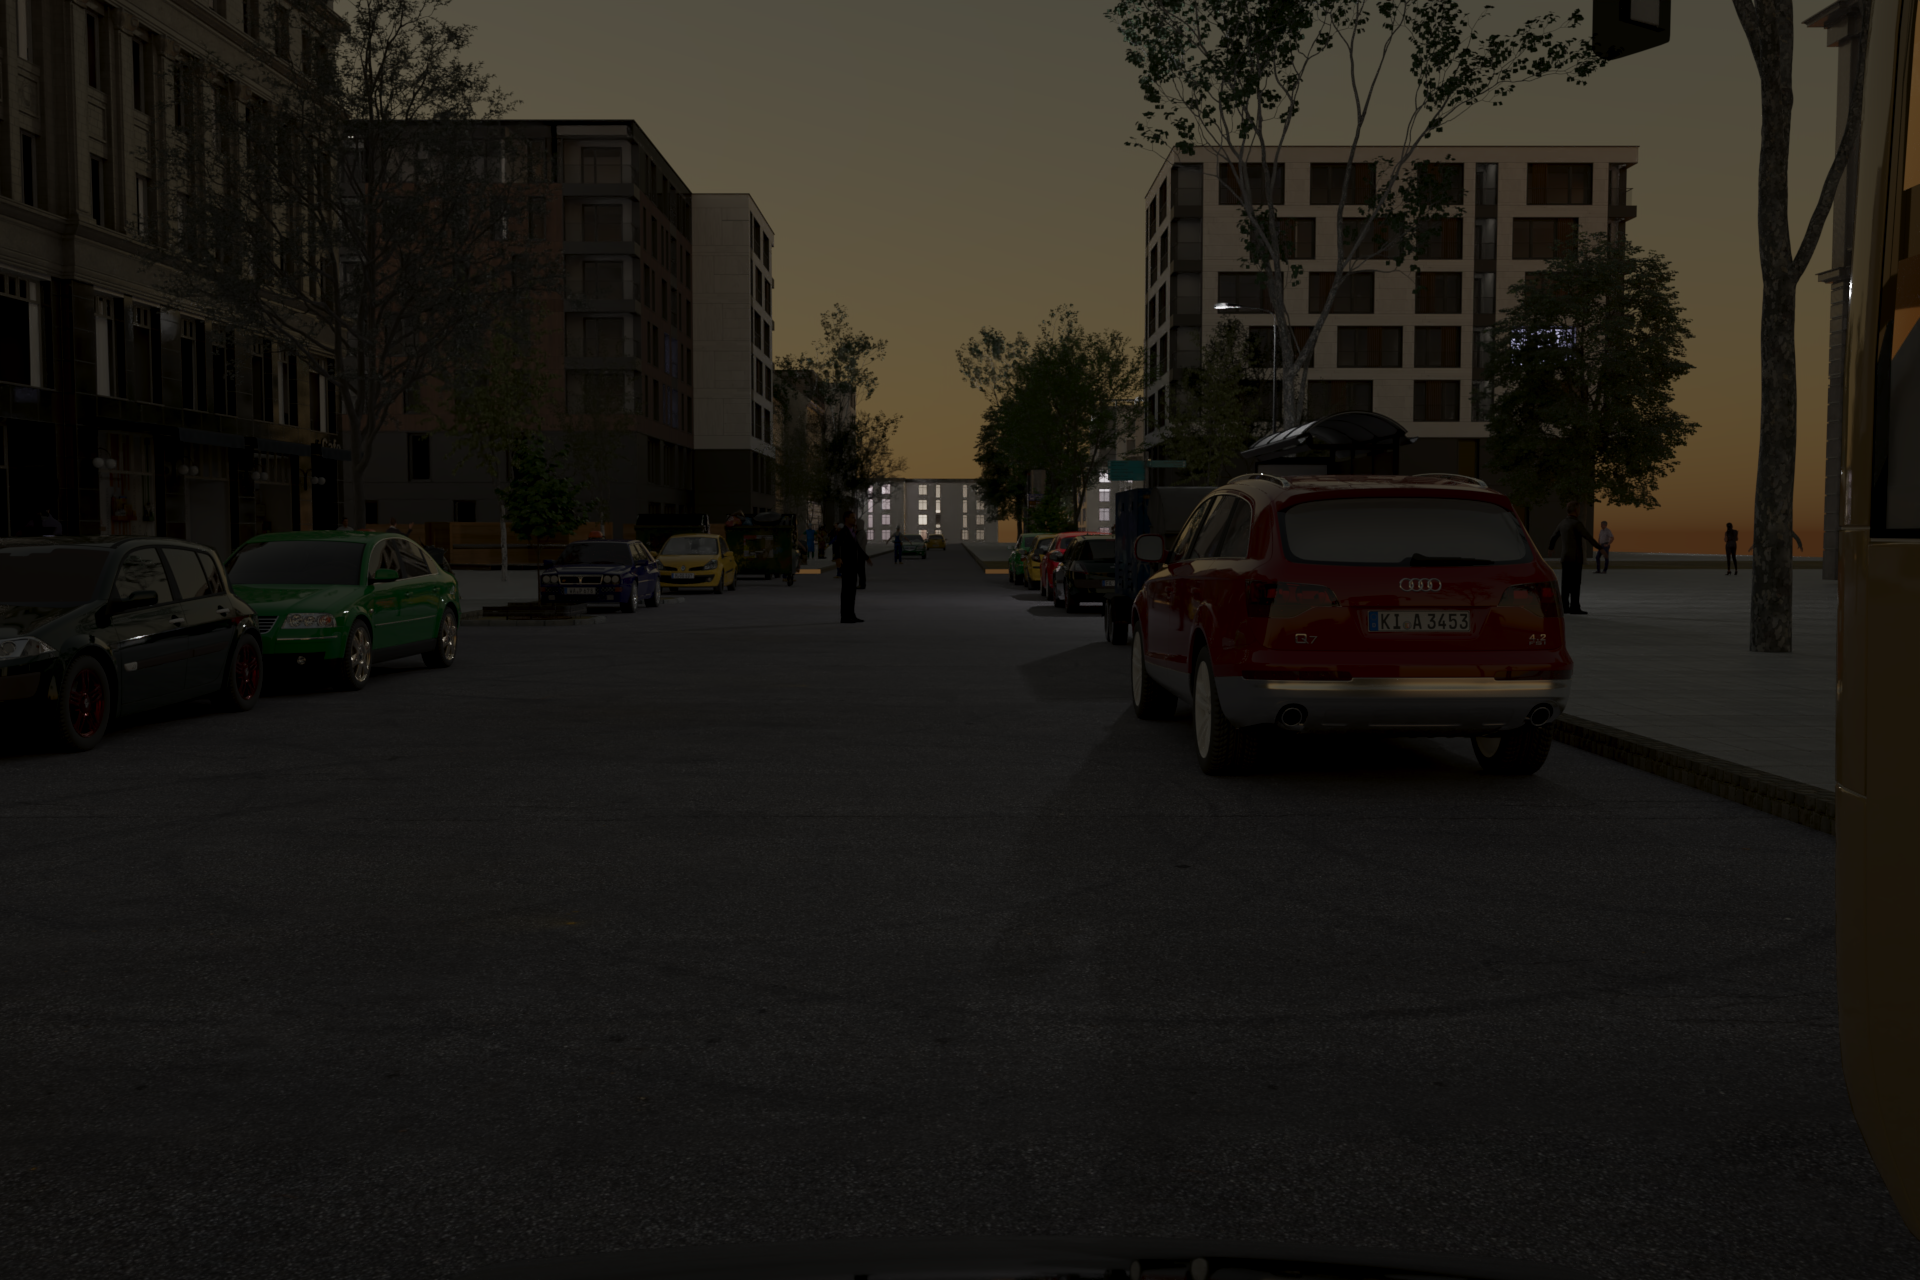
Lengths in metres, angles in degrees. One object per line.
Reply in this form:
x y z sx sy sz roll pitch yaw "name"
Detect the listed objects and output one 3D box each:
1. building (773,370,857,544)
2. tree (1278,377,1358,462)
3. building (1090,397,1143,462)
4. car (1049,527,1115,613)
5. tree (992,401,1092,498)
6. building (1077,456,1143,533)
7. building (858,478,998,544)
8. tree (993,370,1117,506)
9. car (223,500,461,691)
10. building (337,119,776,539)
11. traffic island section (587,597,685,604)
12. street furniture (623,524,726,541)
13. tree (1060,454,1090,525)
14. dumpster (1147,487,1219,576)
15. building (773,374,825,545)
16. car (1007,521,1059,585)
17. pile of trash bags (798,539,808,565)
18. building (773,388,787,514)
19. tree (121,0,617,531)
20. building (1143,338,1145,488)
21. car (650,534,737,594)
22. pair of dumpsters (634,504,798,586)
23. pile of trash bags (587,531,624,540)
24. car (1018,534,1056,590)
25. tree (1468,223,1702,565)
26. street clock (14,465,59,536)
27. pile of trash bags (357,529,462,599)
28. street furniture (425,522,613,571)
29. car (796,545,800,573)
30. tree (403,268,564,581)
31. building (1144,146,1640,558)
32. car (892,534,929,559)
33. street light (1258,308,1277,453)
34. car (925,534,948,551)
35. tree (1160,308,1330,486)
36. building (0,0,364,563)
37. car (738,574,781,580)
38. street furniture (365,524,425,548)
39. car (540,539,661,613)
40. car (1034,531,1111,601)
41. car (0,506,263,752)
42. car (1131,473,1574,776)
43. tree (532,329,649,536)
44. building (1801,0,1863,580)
-28.742 -23.703 231.513 27.936 21.610 32.646 0 4 0 "building"
17.177 -7.956 80.445 4.360 8.622 3.978 0 3 0 "tree"
23.035 -23.360 238.351 16.016 20.090 11.380 0 3 0 "building"
2.725 -1.402 32.711 2.009 1.686 4.222 0 4 -1 "car"
5.692 -11.826 119.106 9.928 11.665 9.643 0 3 0 "tree"
19.082 -15.814 200.702 9.099 9.664 28.070 0 4 -1 "building"
-8.235 -19.151 257.721 28.070 9.664 9.099 0 4 -2 "building"
5.837 -11.079 106.891 9.928 11.665 9.643 0 3 0 "tree"
-6.350 -0.514 17.204 1.959 1.807 4.718 0 4 0 "car"
-26.552 -15.782 102.005 27.936 21.610 32.646 0 3 0 "building"
-6.831 -0.823 36.326 1.991 0.108 1.994 0 3 0 "traffic island section"
-13.439 -4.203 75.577 9.812 1.723 11.010 0 4 -2 "street furniture"
18.047 -21.642 260.500 9.857 13.997 8.962 0 3 0 "tree"
2.640 -0.461 15.754 1.865 1.857 1.264 0 4 -2 "dumpster"
-26.428 -22.855 204.610 19.493 23.208 18.063 0 4 1 "building"
2.363 -2.520 49.992 1.959 1.807 4.718 0 4 -2 "car"
-7.255 -3.785 71.642 1.912 1.369 3.447 0 4 0 "pile of trash bags"
-28.911 -21.674 185.299 19.493 23.208 18.063 0 4 -1 "building"
-12.491 -7.680 35.945 12.009 13.543 11.850 0 3 0 "tree"
25.008 -16.831 141.644 16.747 18.905 31.486 0 3 0 "building"
-6.499 -1.969 42.423 2.015 1.641 3.980 0 4 -1 "car"
-6.712 -2.620 47.780 4.436 2.255 1.574 0 3 0 "pair of dumpsters"
-10.608 -2.580 51.941 1.912 1.369 3.447 0 4 -1 "pile of trash bags"
2.563 -2.157 45.493 2.015 1.641 3.980 0 3 0 "car"
26.129 -10.143 72.501 9.857 13.997 8.962 0 3 0 "tree"
-9.703 -0.837 18.254 0.358 2.002 0.471 0 3 0 "street clock"
-10.624 -1.389 32.465 1.912 1.369 3.447 0 4 -1 "pile of trash bags"
-15.998 -3.611 65.888 9.812 1.723 11.010 -3 5 -45 "street furniture"
-6.780 -3.245 62.844 2.009 1.686 4.222 0 4 0 "car"
-12.528 -5.894 46.723 4.737 8.622 4.395 0 3 0 "tree"
25.137 -16.134 107.759 27.936 21.610 32.646 0 3 0 "building"
-2.869 -5.423 100.460 2.131 1.459 4.920 0 4 0 "car"
6.863 -3.810 34.832 1.470 5.913 1.316 0 4 0 "street light"
-2.097 -8.686 152.235 2.015 1.641 3.980 0 3 0 "car"
11.736 -8.388 71.558 7.601 10.594 8.767 1 4 10 "tree"
-29.671 -16.788 54.080 16.754 29.471 25.880 0 4 0 "building"
-6.715 -2.760 55.345 2.015 1.641 3.980 0 4 0 "car"
-25.515 -4.338 77.777 9.812 1.723 11.010 0 4 -8 "street furniture"
-6.753 -1.226 32.628 1.945 1.354 3.894 0 4 0 "car"
2.749 -1.816 38.740 2.155 1.783 4.494 0 3 0 "car"
-6.588 -0.172 12.599 2.009 1.686 4.222 0 3 0 "car"
2.407 -0.193 11.827 2.281 1.827 5.304 0 4 -1 "car"
-12.530 -6.808 61.676 4.360 8.622 3.978 0 3 0 "tree"
28.087 -11.732 32.472 13.314 22.015 24.055 0 3 0 "building"
